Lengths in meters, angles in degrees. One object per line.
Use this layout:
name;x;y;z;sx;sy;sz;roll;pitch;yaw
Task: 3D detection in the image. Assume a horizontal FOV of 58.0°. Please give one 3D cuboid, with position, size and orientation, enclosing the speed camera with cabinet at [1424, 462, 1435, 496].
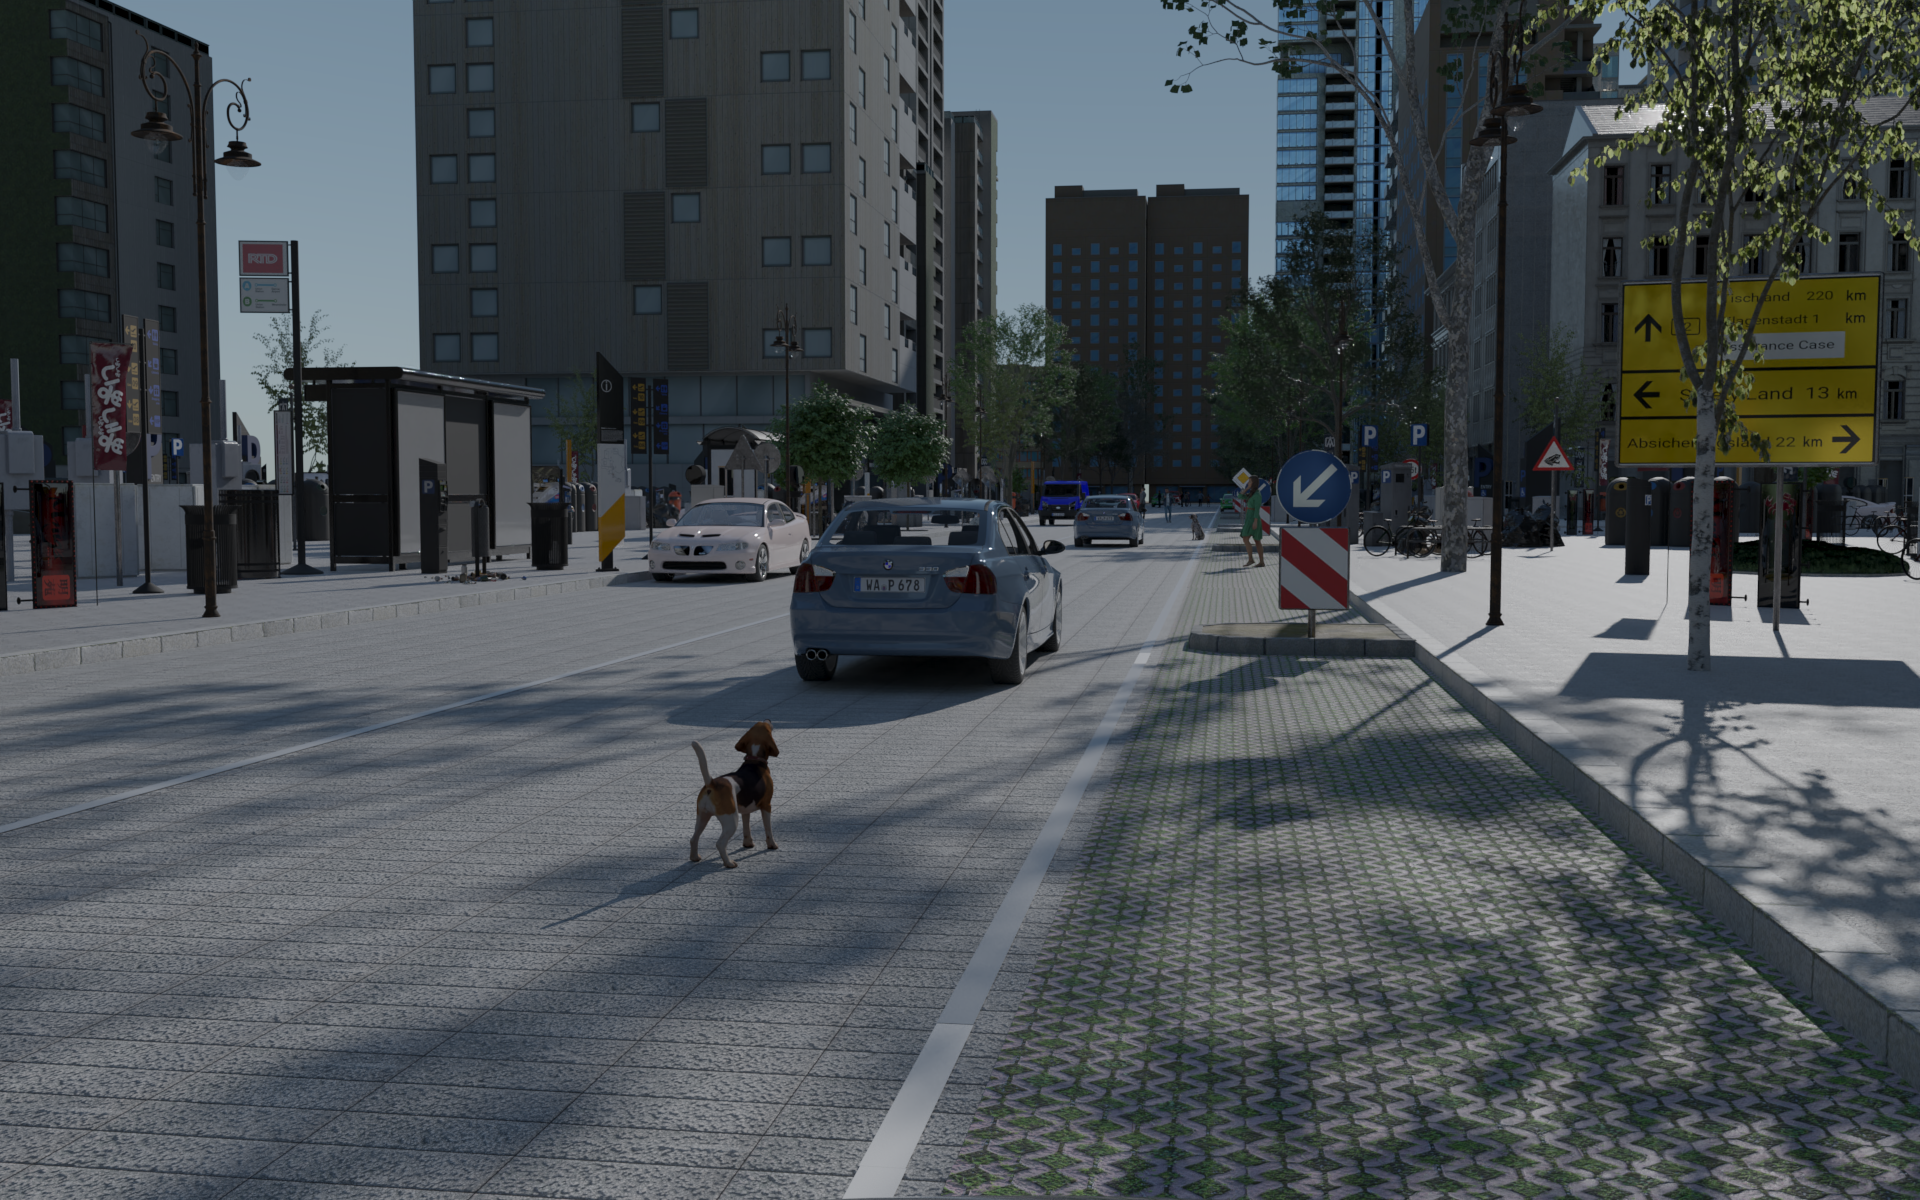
speed camera with cabinet;30.008;-6.983;108.516;2.038;3.252;0.660;0;4;-3

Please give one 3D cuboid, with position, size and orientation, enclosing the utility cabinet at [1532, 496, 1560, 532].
utility cabinet;18.998;-2.754;56.192;0.306;1.237;1.020;-1;4;-19

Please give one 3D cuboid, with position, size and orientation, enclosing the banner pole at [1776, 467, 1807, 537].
banner pole;20.519;-3.213;42.555;0.863;3.779;0.401;2;4;35

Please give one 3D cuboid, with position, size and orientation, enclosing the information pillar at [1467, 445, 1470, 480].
information pillar;22.595;-5.257;77.298;0.183;3.616;0.504;3;4;36

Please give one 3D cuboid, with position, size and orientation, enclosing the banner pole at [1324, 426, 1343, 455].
banner pole;13.703;-4.491;63.444;0.863;3.779;0.401;2;4;27

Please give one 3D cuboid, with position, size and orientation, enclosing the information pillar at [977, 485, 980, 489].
information pillar;1.579;-8.270;139.702;0.304;2.012;0.304;-3;5;-43

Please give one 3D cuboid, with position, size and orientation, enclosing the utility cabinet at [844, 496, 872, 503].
utility cabinet;-3.798;-3.261;64.476;1.020;1.237;0.306;0;4;-5

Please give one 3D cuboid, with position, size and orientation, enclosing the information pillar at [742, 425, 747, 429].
information pillar;-7.098;-4.093;58.278;0.504;3.616;0.183;0;4;0

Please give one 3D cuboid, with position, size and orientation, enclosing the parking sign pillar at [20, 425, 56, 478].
parking sign pillar;-34.234;-4.627;64.126;1.447;3.967;1.447;3;5;45

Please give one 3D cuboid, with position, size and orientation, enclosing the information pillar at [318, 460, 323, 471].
information pillar;-44.461;-7.897;120.467;0.504;3.616;0.183;2;4;32

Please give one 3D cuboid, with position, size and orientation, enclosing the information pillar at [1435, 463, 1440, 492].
information pillar;36.217;-8.557;131.265;0.183;3.616;0.504;-1;4;-19

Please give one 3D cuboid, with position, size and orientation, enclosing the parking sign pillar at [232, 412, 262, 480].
parking sign pillar;-23.613;-4.217;57.419;1.447;3.967;1.447;0;4;-1

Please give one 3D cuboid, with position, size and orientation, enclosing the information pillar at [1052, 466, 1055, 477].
information pillar;7.848;-9.439;145.678;0.183;3.616;0.504;1;4;18

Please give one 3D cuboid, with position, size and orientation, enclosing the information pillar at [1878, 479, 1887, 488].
information pillar;43.690;-4.745;82.073;0.304;2.012;0.304;-2;4;-29

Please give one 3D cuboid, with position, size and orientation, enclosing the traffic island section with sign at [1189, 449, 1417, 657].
traffic island section with sign;3.156;-0.462;16.182;1.989;1.847;2.006;1;4;9

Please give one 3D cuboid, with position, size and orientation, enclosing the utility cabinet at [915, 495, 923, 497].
utility cabinet;-2.229;-5.028;93.369;0.306;1.237;1.020;1;4;14

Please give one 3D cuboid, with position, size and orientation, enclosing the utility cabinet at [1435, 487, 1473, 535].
utility cabinet;15.489;-2.792;54.330;1.173;1.500;0.318;-1;4;-18

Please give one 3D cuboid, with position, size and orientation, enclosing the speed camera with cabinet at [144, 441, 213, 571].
speed camera with cabinet;-13.713;-2.114;28.898;2.038;3.252;0.660;0;4;-4

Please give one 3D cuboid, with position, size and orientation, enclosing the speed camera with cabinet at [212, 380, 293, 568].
speed camera with cabinet;-12.745;-2.226;30.731;0.660;3.252;2.038;1;4;15

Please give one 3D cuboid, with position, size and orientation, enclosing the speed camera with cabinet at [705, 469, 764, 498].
speed camera with cabinet;-7.954;-4.087;61.157;2.038;3.252;0.660;-2;4;-33

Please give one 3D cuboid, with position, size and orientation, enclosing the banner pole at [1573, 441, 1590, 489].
banner pole;29.395;-5.613;81.789;0.863;3.779;0.401;3;4;36

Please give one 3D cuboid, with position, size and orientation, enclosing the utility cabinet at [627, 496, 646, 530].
utility cabinet;-11.639;-3.092;61.712;1.020;1.237;0.306;3;4;37

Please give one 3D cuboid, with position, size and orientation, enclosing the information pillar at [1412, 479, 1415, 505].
information pillar;33.026;-8.273;126.618;0.504;3.616;0.183;3;4;36

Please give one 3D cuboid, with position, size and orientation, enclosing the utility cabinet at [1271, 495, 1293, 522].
utility cabinet;14.677;-4.144;78.916;1.020;1.237;0.306;-2;4;-24

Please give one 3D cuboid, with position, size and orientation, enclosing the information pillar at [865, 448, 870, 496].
information pillar;-3.591;-4.620;66.886;0.183;3.616;0.504;-1;4;-16

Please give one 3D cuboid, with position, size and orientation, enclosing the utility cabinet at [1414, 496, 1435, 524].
utility cabinet;19.854;-3.819;73.607;1.020;1.237;0.306;0;4;-2

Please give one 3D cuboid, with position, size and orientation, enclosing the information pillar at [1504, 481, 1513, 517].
information pillar;30.910;-5.696;97.622;0.304;2.012;0.304;-3;4;-36

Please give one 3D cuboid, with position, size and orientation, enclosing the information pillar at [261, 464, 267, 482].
information pillar;-52.756;-8.556;131.249;0.504;3.616;0.183;-2;4;-31

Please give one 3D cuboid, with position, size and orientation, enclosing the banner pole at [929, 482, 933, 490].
banner pole;-2.118;-8.613;130.832;0.863;3.779;0.401;2;4;25

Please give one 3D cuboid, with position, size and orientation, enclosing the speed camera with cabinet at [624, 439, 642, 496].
speed camera with cabinet;-12.195;-4.219;63.322;0.660;3.252;2.038;0;4;7

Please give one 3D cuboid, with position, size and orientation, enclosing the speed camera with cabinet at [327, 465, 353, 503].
speed camera with cabinet;-18.712;-3.552;52.415;0.660;3.252;2.038;-1;4;-11

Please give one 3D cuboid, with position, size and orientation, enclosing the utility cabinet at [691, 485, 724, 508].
utility cabinet;-5.995;-1.991;41.238;0.318;1.500;1.173;-2;4;-35

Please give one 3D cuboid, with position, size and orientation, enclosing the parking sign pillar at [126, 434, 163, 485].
parking sign pillar;-19.829;-3.281;42.122;1.447;3.967;1.447;0;4;-6

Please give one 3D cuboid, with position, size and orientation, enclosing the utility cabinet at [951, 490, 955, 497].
utility cabinet;-0.122;-5.957;106.083;0.318;1.500;1.173;-3;4;-38

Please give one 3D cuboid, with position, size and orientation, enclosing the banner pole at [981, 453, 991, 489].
banner pole;1.583;-6.845;101.934;0.863;3.779;0.401;-1;4;-19

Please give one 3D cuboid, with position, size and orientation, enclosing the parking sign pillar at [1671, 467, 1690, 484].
parking sign pillar;47.663;-7.808;116.129;1.447;3.967;1.447;-2;4;-30

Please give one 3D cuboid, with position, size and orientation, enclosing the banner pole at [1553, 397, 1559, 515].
banner pole;15.505;-3.374;45.182;0.401;3.779;0.863;1;4;12

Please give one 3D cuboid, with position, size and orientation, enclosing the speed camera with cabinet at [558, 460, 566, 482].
speed camera with cabinet;-22.275;-6.421;99.323;2.038;3.252;0.660;0;4;-2

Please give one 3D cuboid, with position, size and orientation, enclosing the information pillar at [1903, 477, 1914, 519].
information pillar;41.735;-4.388;76.233;0.304;2.012;0.304;1;4;10

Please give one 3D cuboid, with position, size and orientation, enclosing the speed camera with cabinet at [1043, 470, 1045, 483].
speed camera with cabinet;6.674;-9.010;141.643;0.660;3.252;2.038;0;4;2

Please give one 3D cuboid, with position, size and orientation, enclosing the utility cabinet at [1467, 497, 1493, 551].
utility cabinet;11.777;-1.724;39.353;0.306;1.237;1.020;-1;4;-10

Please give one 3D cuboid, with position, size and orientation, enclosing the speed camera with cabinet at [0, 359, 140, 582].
speed camera with cabinet;-13.523;-1.939;26.044;0.660;3.252;2.038;3;5;39

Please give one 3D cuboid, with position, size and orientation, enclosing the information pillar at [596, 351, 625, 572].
information pillar;-5.785;-2.281;28.646;0.183;3.616;0.504;3;5;45

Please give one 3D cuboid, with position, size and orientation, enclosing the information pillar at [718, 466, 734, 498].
information pillar;-6.162;-2.521;45.711;0.304;2.012;0.304;3;4;39

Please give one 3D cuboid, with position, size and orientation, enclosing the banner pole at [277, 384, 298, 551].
banner pole;-15.358;-3.032;39.590;0.863;3.779;0.401;3;5;42

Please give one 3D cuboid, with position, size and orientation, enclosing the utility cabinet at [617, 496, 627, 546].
utility cabinet;-8.569;-1.932;42.742;0.306;1.237;1.020;0;4;5

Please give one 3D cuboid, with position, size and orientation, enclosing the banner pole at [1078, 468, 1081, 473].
banner pole;10.082;-9.559;146.302;0.401;3.779;0.863;-1;4;-18

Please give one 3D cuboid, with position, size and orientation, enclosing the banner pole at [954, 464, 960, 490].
banner pole;-0.258;-9.401;143.718;0.401;3.779;0.863;-3;5;-42

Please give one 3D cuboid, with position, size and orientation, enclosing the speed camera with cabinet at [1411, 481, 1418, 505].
speed camera with cabinet;31.965;-7.971;124.658;2.038;3.252;0.660;-2;4;-25

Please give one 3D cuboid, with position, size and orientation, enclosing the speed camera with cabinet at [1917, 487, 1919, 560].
speed camera with cabinet;18.957;-2.307;32.050;2.038;3.252;0.660;3;4;39

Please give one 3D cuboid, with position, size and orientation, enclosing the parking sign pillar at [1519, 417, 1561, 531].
parking sign pillar;20.266;-4.407;60.528;1.447;3.967;1.447;-1;4;-12
